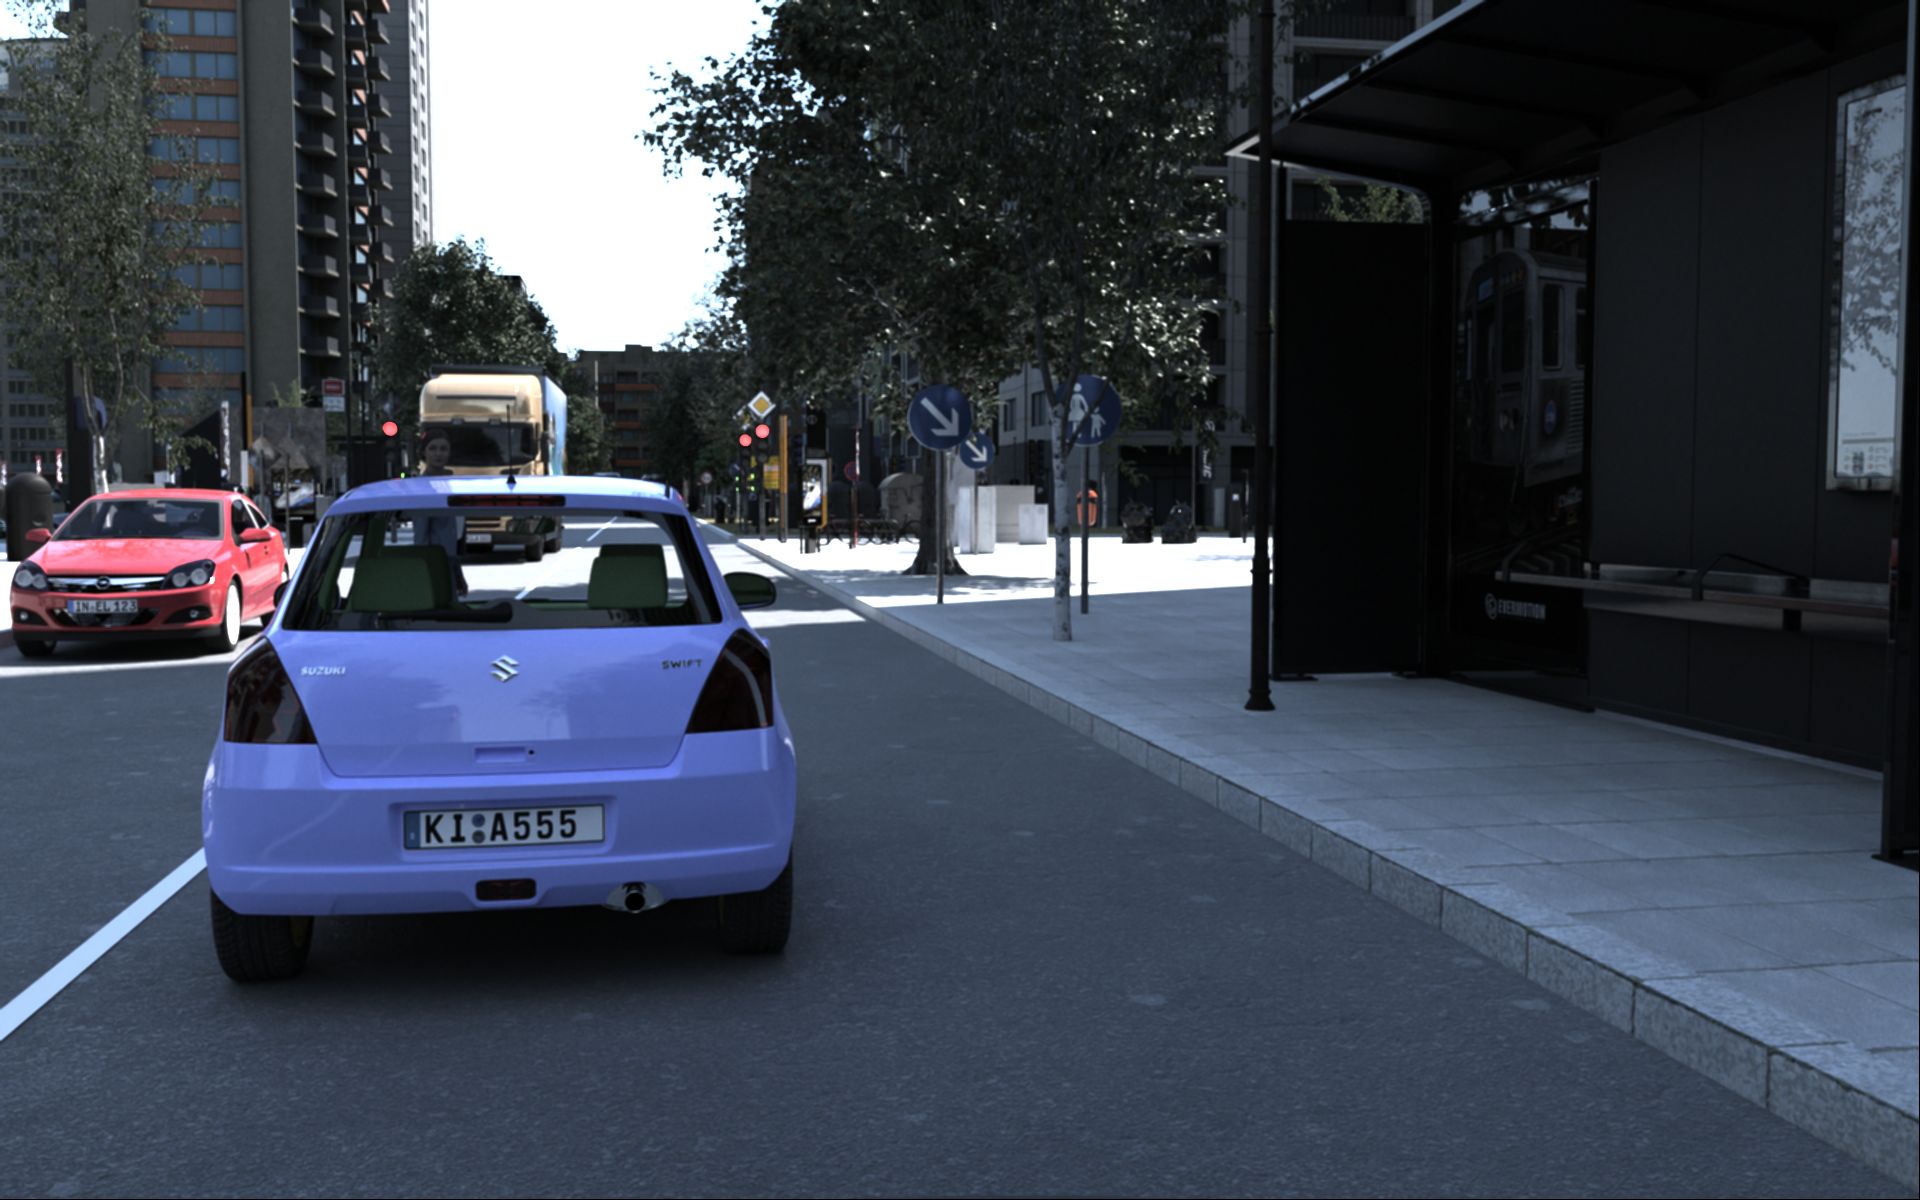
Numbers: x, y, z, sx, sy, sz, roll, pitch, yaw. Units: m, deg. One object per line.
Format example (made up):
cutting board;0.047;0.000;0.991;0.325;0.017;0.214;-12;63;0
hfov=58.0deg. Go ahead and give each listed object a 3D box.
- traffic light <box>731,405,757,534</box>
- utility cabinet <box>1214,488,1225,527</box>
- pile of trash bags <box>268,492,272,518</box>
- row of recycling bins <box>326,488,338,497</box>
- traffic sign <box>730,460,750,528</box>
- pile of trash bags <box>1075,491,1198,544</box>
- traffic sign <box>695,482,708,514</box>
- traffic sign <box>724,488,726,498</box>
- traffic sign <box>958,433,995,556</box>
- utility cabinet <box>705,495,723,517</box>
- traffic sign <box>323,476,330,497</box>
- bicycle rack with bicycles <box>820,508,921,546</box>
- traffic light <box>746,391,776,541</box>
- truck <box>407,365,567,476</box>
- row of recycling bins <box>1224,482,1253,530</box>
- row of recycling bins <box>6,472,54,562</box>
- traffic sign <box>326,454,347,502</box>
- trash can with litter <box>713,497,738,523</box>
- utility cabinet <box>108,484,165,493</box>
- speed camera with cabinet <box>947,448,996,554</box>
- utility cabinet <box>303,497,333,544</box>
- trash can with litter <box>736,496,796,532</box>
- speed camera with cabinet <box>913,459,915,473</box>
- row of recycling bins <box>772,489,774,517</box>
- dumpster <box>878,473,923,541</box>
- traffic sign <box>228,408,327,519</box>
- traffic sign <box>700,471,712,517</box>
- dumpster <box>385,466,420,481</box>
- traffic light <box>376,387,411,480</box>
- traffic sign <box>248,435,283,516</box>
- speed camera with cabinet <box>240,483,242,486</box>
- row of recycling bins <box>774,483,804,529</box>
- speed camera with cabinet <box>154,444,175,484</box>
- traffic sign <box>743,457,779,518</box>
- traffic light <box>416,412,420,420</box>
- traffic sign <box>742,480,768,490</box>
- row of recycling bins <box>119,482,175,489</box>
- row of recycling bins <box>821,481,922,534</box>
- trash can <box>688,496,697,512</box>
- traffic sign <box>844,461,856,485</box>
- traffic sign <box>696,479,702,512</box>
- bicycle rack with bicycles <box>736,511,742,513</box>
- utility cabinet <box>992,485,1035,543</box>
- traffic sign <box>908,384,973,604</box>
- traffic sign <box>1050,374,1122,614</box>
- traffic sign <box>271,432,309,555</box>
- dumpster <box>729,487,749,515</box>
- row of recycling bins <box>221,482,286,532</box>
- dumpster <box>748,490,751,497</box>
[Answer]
traffic light;-6.841;-4.043;55.017;0.839;4.253;0.868;-1;4;-10
utility cabinet;10.162;-3.566;66.985;0.318;1.500;1.173;2;4;28
pile of trash bags;-36.114;-5.076;92.738;1.912;1.369;3.447;1;4;18
row of recycling bins;-41.304;-6.729;117.132;1.069;1.692;3.534;2;4;31
traffic sign;-8.262;-3.976;65.121;0.768;2.556;0.104;0;4;-8
pile of trash bags;4.612;-2.190;45.558;3.447;1.369;1.912;2;4;28
traffic sign;-16.337;-6.716;109.811;0.884;2.594;0.081;0;4;-2
traffic sign;-17.650;-7.951;130.110;0.768;2.556;0.104;-1;4;-9
traffic sign;0.336;-2.197;36.026;0.768;2.556;0.104;-1;4;-8
utility cabinet;-14.086;-5.379;99.106;1.020;1.237;0.306;0;4;-4
traffic sign;-21.433;-3.567;58.420;0.768;2.556;0.104;0;4;-3
bicycle rack with bicycles;-2.317;-1.878;44.084;2.925;0.926;2.852;0;4;-2
traffic light;-5.410;-3.562;47.160;0.839;4.253;0.868;-1;4;-10
truck;-10.618;-3.123;39.968;2.839;4.237;11.283;-1;4;-10
row of recycling bins;10.053;-3.395;62.622;1.069;1.692;3.534;1;4;8
row of recycling bins;-19.019;-1.558;32.578;3.534;1.692;1.069;-1;4;-20
traffic sign;-20.037;-3.388;55.494;0.768;2.556;0.104;0;4;-5
trash can with litter;-10.362;-3.981;76.471;1.055;1.170;0.624;0;4;6
utility cabinet;-18.051;-1.787;37.901;0.318;1.500;1.173;3;5;44
speed camera with cabinet;0.228;-2.658;37.798;0.660;3.252;2.038;-1;4;-16
utility cabinet;-16.637;-2.037;44.461;1.020;1.237;0.306;0;4;2
trash can with litter;-6.762;-2.992;59.972;2.233;1.210;1.678;-1;4;-17
speed camera with cabinet;-2.682;-6.277;96.957;0.660;3.252;2.038;1;4;23
row of recycling bins;-9.797;-5.503;97.083;1.069;1.692;3.534;-2;4;-30
dumpster;-1.525;-2.570;47.776;1.264;1.857;1.865;-1;4;-10
traffic sign;-16.104;-2.873;40.848;2.265;3.308;0.079;0;4;-4
traffic sign;-14.158;-5.917;96.842;0.768;2.556;0.104;0;4;-2
dumpster;-18.961;-3.467;59.179;1.502;2.255;1.985;-1;4;-10
traffic light;-14.864;-3.456;45.429;0.839;4.253;0.868;-1;4;-10
traffic sign;-13.686;-2.006;33.981;0.795;2.450;0.064;0;4;-4
speed camera with cabinet;-47.784;-7.338;114.315;2.038;3.252;0.660;0;4;-5
row of recycling bins;-4.959;-3.494;64.235;3.534;1.692;1.069;1;4;20
speed camera with cabinet;-31.639;-4.596;69.475;0.660;3.252;2.038;0;4;-4
traffic sign;-10.399;-6.014;92.208;2.265;3.308;0.079;0;4;-6
traffic light;-16.295;-3.937;53.285;0.839;4.253;0.868;-1;4;-10
traffic sign;-13.629;-7.341;113.906;2.265;3.308;0.079;0;4;-6
row of recycling bins;-28.929;-3.278;60.712;3.534;1.692;1.069;1;4;14
row of recycling bins;-2.720;-3.019;56.476;3.534;1.692;1.069;-2;4;-28
trash can;-18.952;-6.796;122.766;0.748;1.137;0.748;0;3;0
traffic sign;-4.066;-4.066;66.583;0.768;2.556;0.104;-1;4;-9
traffic sign;-18.439;-7.552;123.587;0.768;2.556;0.104;0;4;-8
bicycle rack with bicycles;-13.654;-6.278;116.029;2.852;0.926;2.925;1;4;13
utility cabinet;1.328;-2.215;44.889;1.173;1.500;0.318;-1;4;-19
traffic sign;-0.232;-1.231;20.226;0.768;2.556;0.104;0;4;-7
traffic sign;1.336;-1.125;18.493;0.768;2.556;0.104;0;4;-1
traffic sign;-14.026;-2.209;36.115;0.884;2.594;0.081;0;4;-8
dumpster;-13.951;-6.338;109.390;1.264;1.857;1.865;-1;4;-10
row of recycling bins;-24.313;-3.167;58.890;3.534;1.692;1.069;0;4;5
dumpster;-14.069;-7.279;121.500;1.502;2.255;1.985;-1;4;-10
